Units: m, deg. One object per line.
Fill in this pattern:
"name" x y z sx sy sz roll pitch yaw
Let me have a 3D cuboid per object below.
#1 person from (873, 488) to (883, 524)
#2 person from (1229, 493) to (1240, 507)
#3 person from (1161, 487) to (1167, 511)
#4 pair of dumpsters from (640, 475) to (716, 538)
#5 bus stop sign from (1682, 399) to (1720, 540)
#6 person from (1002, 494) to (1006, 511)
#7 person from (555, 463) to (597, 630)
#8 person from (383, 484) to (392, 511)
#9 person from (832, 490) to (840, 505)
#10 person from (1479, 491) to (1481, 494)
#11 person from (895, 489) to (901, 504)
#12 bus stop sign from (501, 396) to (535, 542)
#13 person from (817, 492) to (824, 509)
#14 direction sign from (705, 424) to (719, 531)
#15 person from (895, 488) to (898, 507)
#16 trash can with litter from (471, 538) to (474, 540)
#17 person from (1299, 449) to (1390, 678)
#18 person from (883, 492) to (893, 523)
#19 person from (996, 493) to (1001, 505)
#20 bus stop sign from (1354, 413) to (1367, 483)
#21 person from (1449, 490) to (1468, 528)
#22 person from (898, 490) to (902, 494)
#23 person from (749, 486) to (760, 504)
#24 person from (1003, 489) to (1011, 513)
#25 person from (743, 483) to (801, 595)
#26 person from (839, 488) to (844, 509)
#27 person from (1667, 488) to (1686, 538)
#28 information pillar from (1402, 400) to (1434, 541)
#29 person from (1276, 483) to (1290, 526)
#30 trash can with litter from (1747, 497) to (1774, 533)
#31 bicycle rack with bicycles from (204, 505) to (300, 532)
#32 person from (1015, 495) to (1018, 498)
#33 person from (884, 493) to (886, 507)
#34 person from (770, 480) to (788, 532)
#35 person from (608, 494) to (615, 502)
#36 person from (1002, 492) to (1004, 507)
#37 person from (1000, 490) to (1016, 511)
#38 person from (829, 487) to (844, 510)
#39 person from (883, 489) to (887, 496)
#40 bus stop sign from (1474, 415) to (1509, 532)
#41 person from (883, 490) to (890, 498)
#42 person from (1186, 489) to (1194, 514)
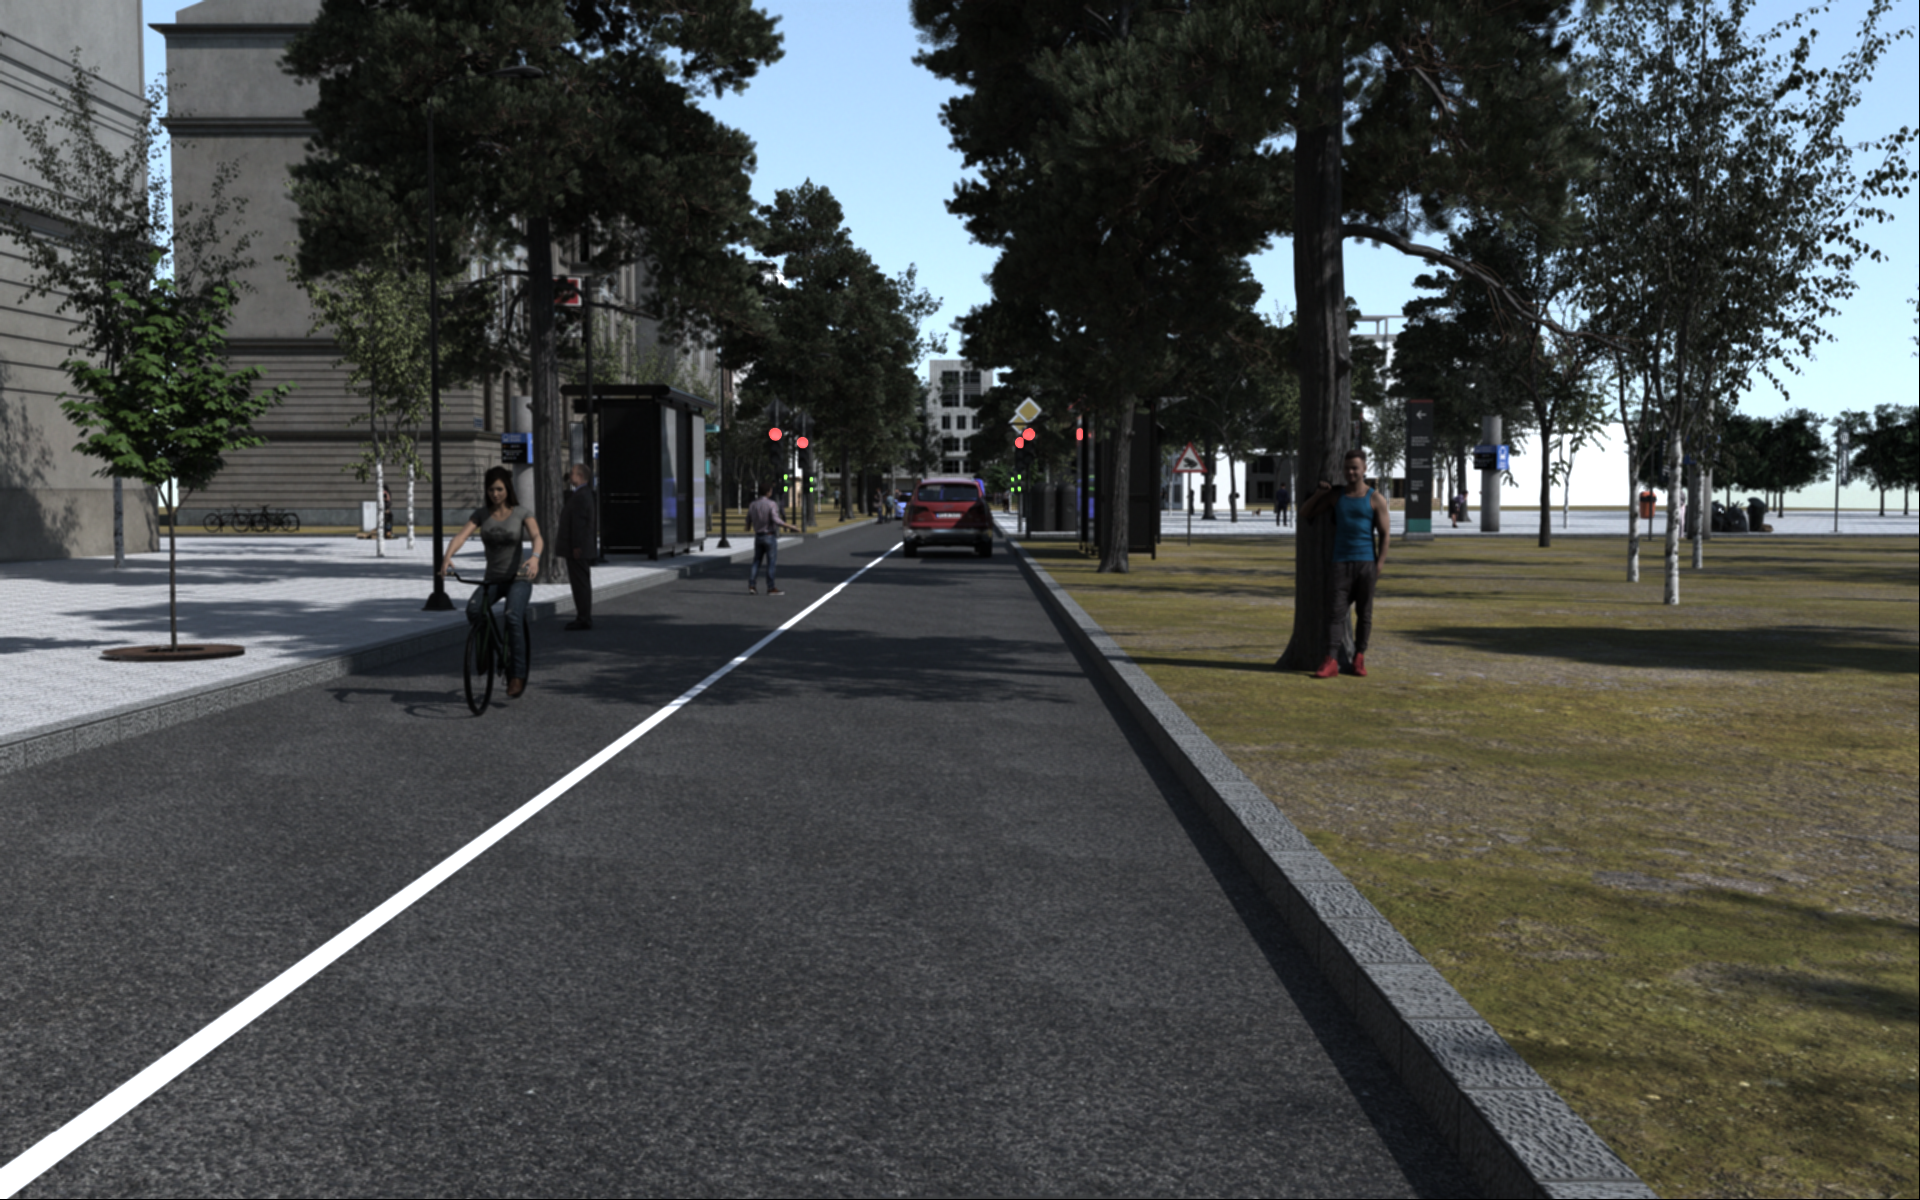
"person" -3.929 -4.487 82.676 0.431 1.722 0.655 1 4 9
"person" 15.783 -5.608 99.610 0.647 1.594 0.662 1 4 17
"person" 15.808 -7.882 134.931 0.705 1.822 1.348 3 4 38
"pair of dumpsters" -7.638 -2.696 46.579 1.574 2.255 4.436 0 4 0
"bus stop sign" 20.675 -3.630 48.373 0.837 3.901 0.837 2 4 34
"person" 3.250 -7.307 127.580 0.319 1.574 0.516 1 4 21
"person" -4.088 -0.573 18.420 0.434 1.755 0.990 -1 4 -9
"person" -21.154 -3.441 63.778 0.593 1.643 0.415 3 4 38
"person" -14.683 -12.177 205.143 1.348 1.823 0.705 2 4 34
"person" 19.734 -3.508 64.863 0.593 1.643 0.415 1 4 11
"person" -5.924 -9.472 161.436 0.617 1.759 0.750 2 4 27
"bus stop sign" -11.789 -3.536 46.824 0.837 3.901 0.837 1 4 22
"person" -12.004 -8.567 149.341 0.697 1.427 0.421 -2 4 -31
"direction sign" -8.784 -4.294 58.968 1.411 3.948 2.525 3 5 41
"person" -6.156 -9.883 167.592 1.348 1.831 0.705 -1 4 -19
"trash can with litter" -12.950 -2.318 48.963 1.678 1.210 2.233 -1 4 -13
"person" 2.706 -0.266 12.257 0.647 1.594 0.662 1 4 18
"person" -3.507 -4.547 85.054 0.499 1.552 0.429 -1 4 -15
"person" 4.216 -11.573 195.137 0.599 1.838 0.709 -3 4 -37
"bus stop sign" 13.140 -4.187 57.157 0.416 3.939 0.855 0 4 -4
"person" 18.827 -3.435 65.433 0.697 1.427 0.421 1 4 17
"person" -6.241 -10.521 178.729 0.621 1.740 0.551 3 5 43
"person" -11.281 -5.410 95.296 0.742 1.727 0.445 -3 5 -42
"person" 3.224 -6.839 119.317 0.566 1.644 0.517 0 4 4
"person" -2.757 -0.868 24.657 0.963 1.587 0.435 2 4 23
"person" -9.817 -8.534 145.538 0.705 1.831 1.348 -2 4 -25
"person" 21.685 -2.646 52.430 0.551 1.740 0.621 2 4 24
"information pillar" 12.652 -3.571 47.767 0.750 3.857 0.750 0 4 5
"person" 12.926 -3.824 69.269 0.576 1.737 0.504 1 4 23
"trash can with litter" 26.812 -2.845 57.908 0.624 1.170 1.055 -1 4 -11
"bicycle rack with bicycles" -23.780 -2.789 58.985 2.925 0.926 2.852 1 4 12
"person" 4.997 -8.303 142.516 1.217 1.735 0.721 -3 5 -43
"person" -7.623 -10.294 177.608 0.557 1.426 1.065 -1 4 -15
"person" -6.158 -3.190 58.652 0.683 1.767 0.568 1 4 11
"person" -15.087 -4.071 74.808 0.429 1.552 0.499 0 4 0
"person" 4.345 -10.005 169.715 0.705 1.812 1.348 -2 4 -25
"person" 3.752 -7.873 134.744 1.348 1.826 0.705 0 4 0
"person" -10.230 -8.420 143.689 1.348 1.826 0.705 1 4 11
"person" -8.689 -12.148 204.653 1.348 1.826 0.705 -1 4 -18
"bus stop sign" 17.863 -4.235 58.263 0.837 3.901 0.837 -3 5 -45
"person" -6.629 -9.254 158.168 0.721 1.723 1.217 -3 5 -43
"person" 14.565 -6.310 109.664 0.568 1.767 0.683 -2 4 -30
